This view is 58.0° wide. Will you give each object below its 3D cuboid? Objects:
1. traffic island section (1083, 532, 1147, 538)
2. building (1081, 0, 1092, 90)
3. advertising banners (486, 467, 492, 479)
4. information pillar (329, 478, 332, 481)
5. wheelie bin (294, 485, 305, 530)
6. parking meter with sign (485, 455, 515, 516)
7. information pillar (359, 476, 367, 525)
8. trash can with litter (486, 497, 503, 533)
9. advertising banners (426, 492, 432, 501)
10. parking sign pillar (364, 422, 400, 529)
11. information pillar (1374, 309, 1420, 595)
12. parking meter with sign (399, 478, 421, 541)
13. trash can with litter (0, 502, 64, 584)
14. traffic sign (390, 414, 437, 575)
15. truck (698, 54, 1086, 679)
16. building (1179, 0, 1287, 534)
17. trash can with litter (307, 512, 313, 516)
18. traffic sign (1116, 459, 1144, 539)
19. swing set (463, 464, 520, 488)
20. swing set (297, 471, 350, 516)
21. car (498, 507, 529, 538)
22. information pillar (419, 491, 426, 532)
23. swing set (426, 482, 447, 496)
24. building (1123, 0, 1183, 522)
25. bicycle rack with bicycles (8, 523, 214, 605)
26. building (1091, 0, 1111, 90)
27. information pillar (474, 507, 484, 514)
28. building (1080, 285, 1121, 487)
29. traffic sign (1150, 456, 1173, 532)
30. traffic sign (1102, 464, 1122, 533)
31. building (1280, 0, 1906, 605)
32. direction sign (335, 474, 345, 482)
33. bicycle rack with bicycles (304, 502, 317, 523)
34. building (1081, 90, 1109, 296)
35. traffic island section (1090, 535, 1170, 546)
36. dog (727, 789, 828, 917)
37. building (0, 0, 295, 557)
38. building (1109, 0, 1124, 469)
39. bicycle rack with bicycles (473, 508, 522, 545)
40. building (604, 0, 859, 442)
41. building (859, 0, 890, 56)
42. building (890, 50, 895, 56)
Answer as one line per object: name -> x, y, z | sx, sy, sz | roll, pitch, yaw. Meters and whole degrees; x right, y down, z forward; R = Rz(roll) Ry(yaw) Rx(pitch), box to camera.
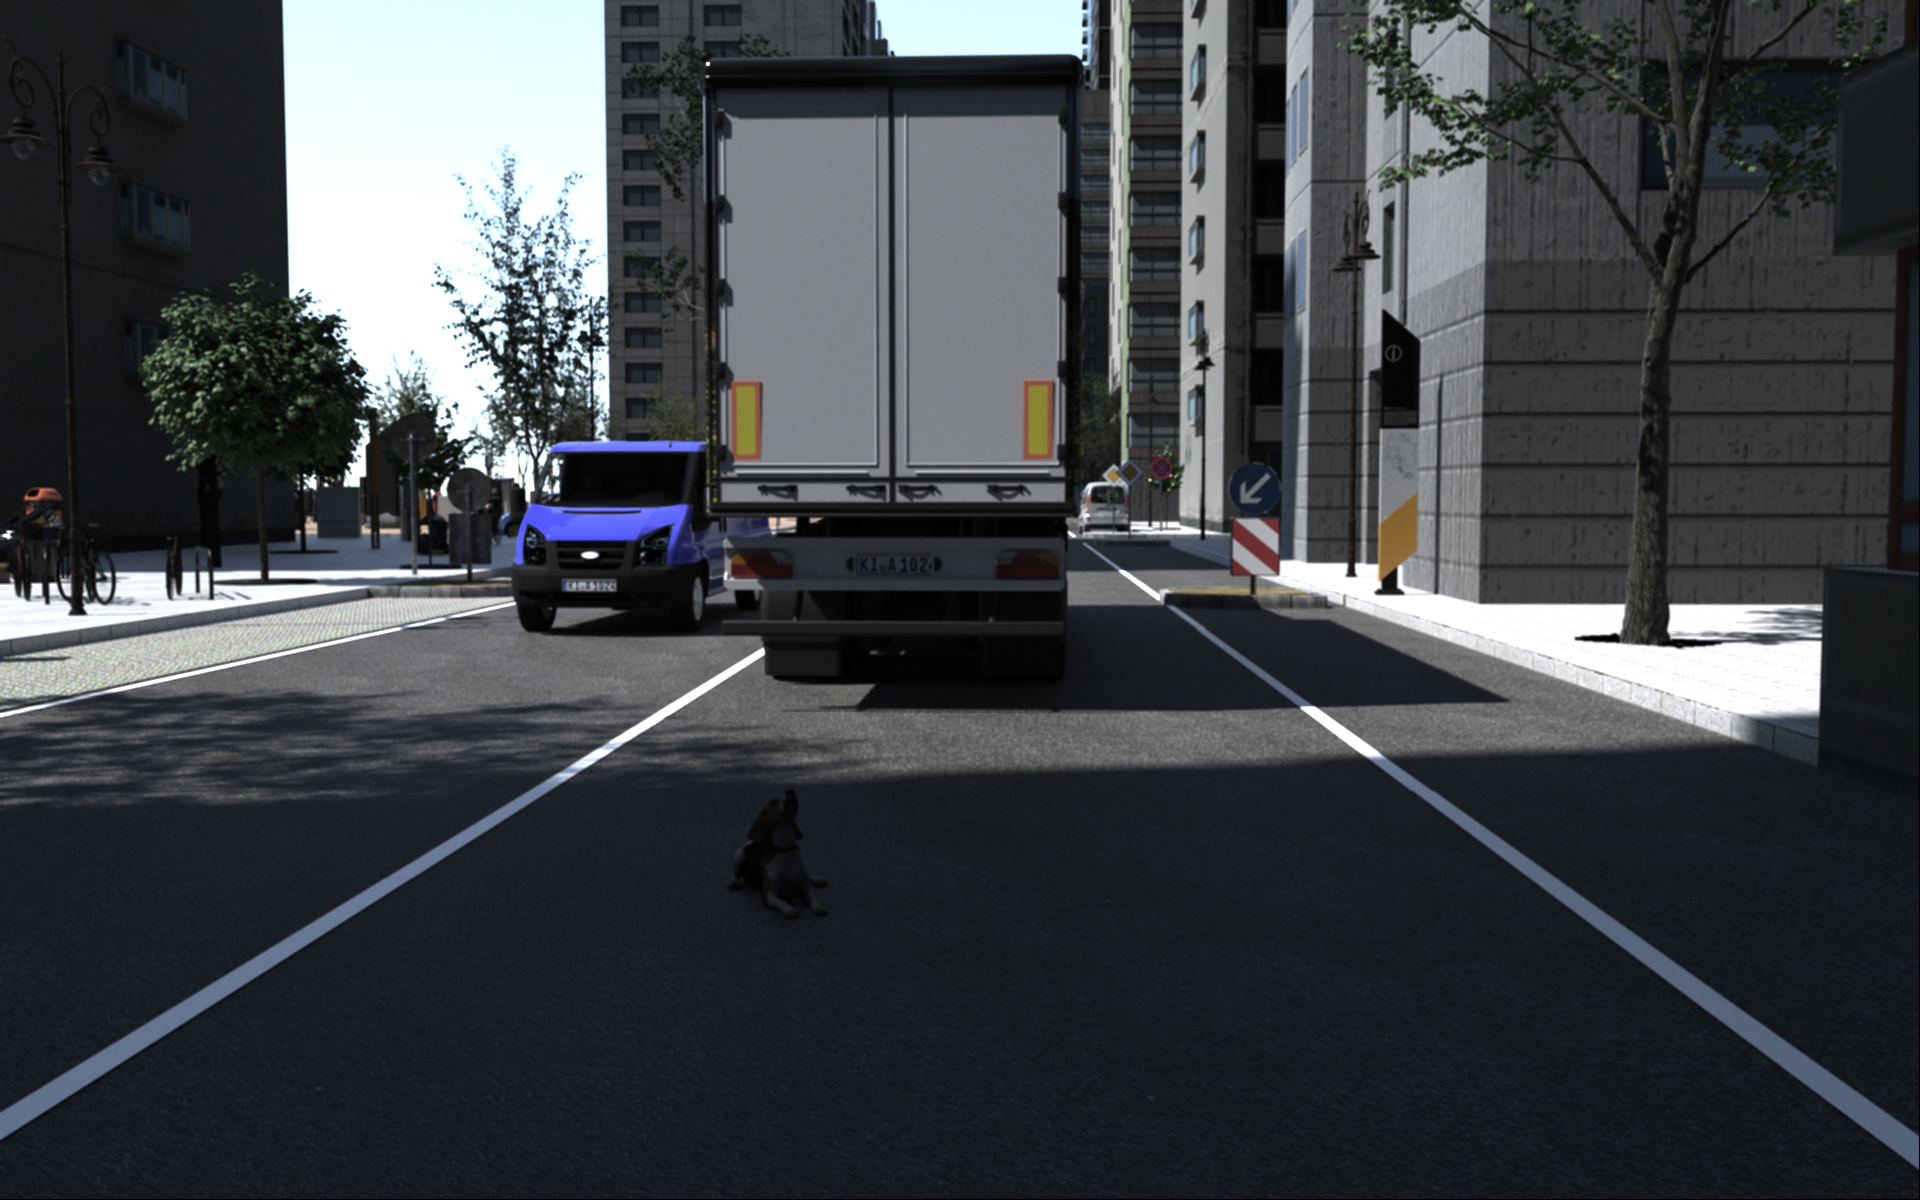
traffic island section -> 5.075, -2.122, 56.979 | 2.009, 0.180, 2.903 | 0, 4, 2
building -> 25.379, -57.447, 251.933 | 22.319, 86.520, 31.000 | 0, 4, 2
advertising banners -> -28.807, -6.850, 108.181 | 2.074, 3.025, 0.090 | 2, 4, 27
information pillar -> -48.218, -8.635, 132.534 | 0.183, 3.616, 0.504 | 1, 4, 19
wheelie bin -> -23.749, -3.287, 61.653 | 0.693, 1.594, 0.980 | -3, 5, -41
parking meter with sign -> -20.376, -4.982, 77.709 | 1.738, 3.016, 0.543 | 1, 4, 15
information pillar -> -24.732, -4.127, 71.962 | 0.304, 2.012, 0.304 | 3, 5, 44
trash can with litter -> -15.488, -2.804, 57.227 | 0.624, 1.170, 1.055 | -2, 4, -31
advertising banners -> -27.690, -5.713, 89.594 | 0.090, 3.025, 2.074 | 0, 4, 1
parking sign pillar -> -21.550, -4.666, 64.760 | 1.447, 3.967, 1.447 | 1, 4, 17
information pillar -> 5.558, -1.873, 21.979 | 0.504, 3.616, 0.183 | 0, 4, 3
parking meter with sign -> -15.202, -3.148, 47.724 | 0.543, 3.016, 1.738 | -2, 4, -27
trash can with litter -> -13.533, -0.830, 24.950 | 1.055, 1.170, 0.624 | -3, 4, -37
traffic sign -> -8.690, -1.677, 27.525 | 0.768, 2.556, 0.104 | 0, 4, 5
truck -> -0.169, -1.700, 16.716 | 2.839, 4.237, 11.283 | 0, 4, 3
building -> 19.371, -26.996, 65.080 | 21.600, 48.544, 21.300 | 0, 4, 2
trash can with litter -> -37.132, -5.406, 99.773 | 1.055, 1.170, 0.624 | 1, 4, 8
traffic sign -> 4.793, -2.769, 48.922 | 0.795, 2.450, 0.064 | 0, 4, 2
swing set -> -24.688, -5.755, 91.716 | 3.119, 2.851, 2.862 | -1, 4, -9
swing set -> -24.580, -4.142, 65.347 | 3.119, 2.851, 2.862 | 1, 4, 13
car -> -12.231, -2.646, 52.854 | 3.694, 1.707, 1.945 | 0, 4, 3
information pillar -> -18.442, -4.133, 58.925 | 0.504, 3.616, 0.183 | 0, 4, -6
swing set -> -34.394, -7.294, 116.881 | 2.862, 2.851, 3.119 | 1, 4, 16
building -> 14.981, -24.575, 85.402 | 14.154, 41.232, 14.086 | 0, 4, 2
bicycle rack with bicycles -> -10.295, -0.471, 21.087 | 2.852, 0.926, 2.925 | -2, 4, -28
building -> 23.167, -46.270, 194.764 | 20.563, 71.187, 20.611 | 0, 4, 2
information pillar -> -18.759, -3.853, 67.485 | 0.304, 2.012, 0.304 | -3, 4, -38
building -> 24.605, -19.107, 157.439 | 27.650, 21.520, 28.899 | 0, 4, 2
traffic sign -> 6.826, -3.584, 58.710 | 0.768, 2.556, 0.104 | 0, 4, 8
traffic sign -> 5.051, -3.258, 56.903 | 0.795, 2.450, 0.064 | 0, 4, 2
building -> 16.985, -29.971, 32.033 | 21.231, 58.520, 28.212 | 0, 4, 2
direction sign -> -40.100, -7.336, 111.932 | 0.379, 3.537, 0.876 | 2, 4, 28
bicycle rack with bicycles -> -28.939, -3.895, 77.063 | 2.925, 0.926, 2.852 | 2, 4, 34
building -> 19.117, -30.268, 178.477 | 14.154, 41.232, 14.086 | 0, 4, 2
traffic island section -> 4.817, -1.634, 48.998 | 2.009, 0.180, 2.903 | 0, 4, 2
dog -> -0.600, 0.854, 6.237 | 0.550, 0.427, 0.748 | 1, 4, 22
building -> -28.888, -25.173, 35.276 | 21.600, 48.544, 21.300 | 0, 4, 2
building -> 24.267, -32.274, 116.918 | 28.713, 52.752, 27.495 | 0, 4, 2
bicycle rack with bicycles -> -11.319, -1.825, 43.220 | 2.852, 0.926, 2.925 | 0, 4, 5
building -> -16.632, -43.049, 142.108 | 20.563, 71.187, 20.611 | 0, 4, 2
building -> -17.452, -33.560, 168.309 | 23.786, 49.044, 30.456 | 0, 4, 2
building -> -15.491, -34.896, 194.254 | 21.300, 48.544, 21.600 | 0, 4, 2
